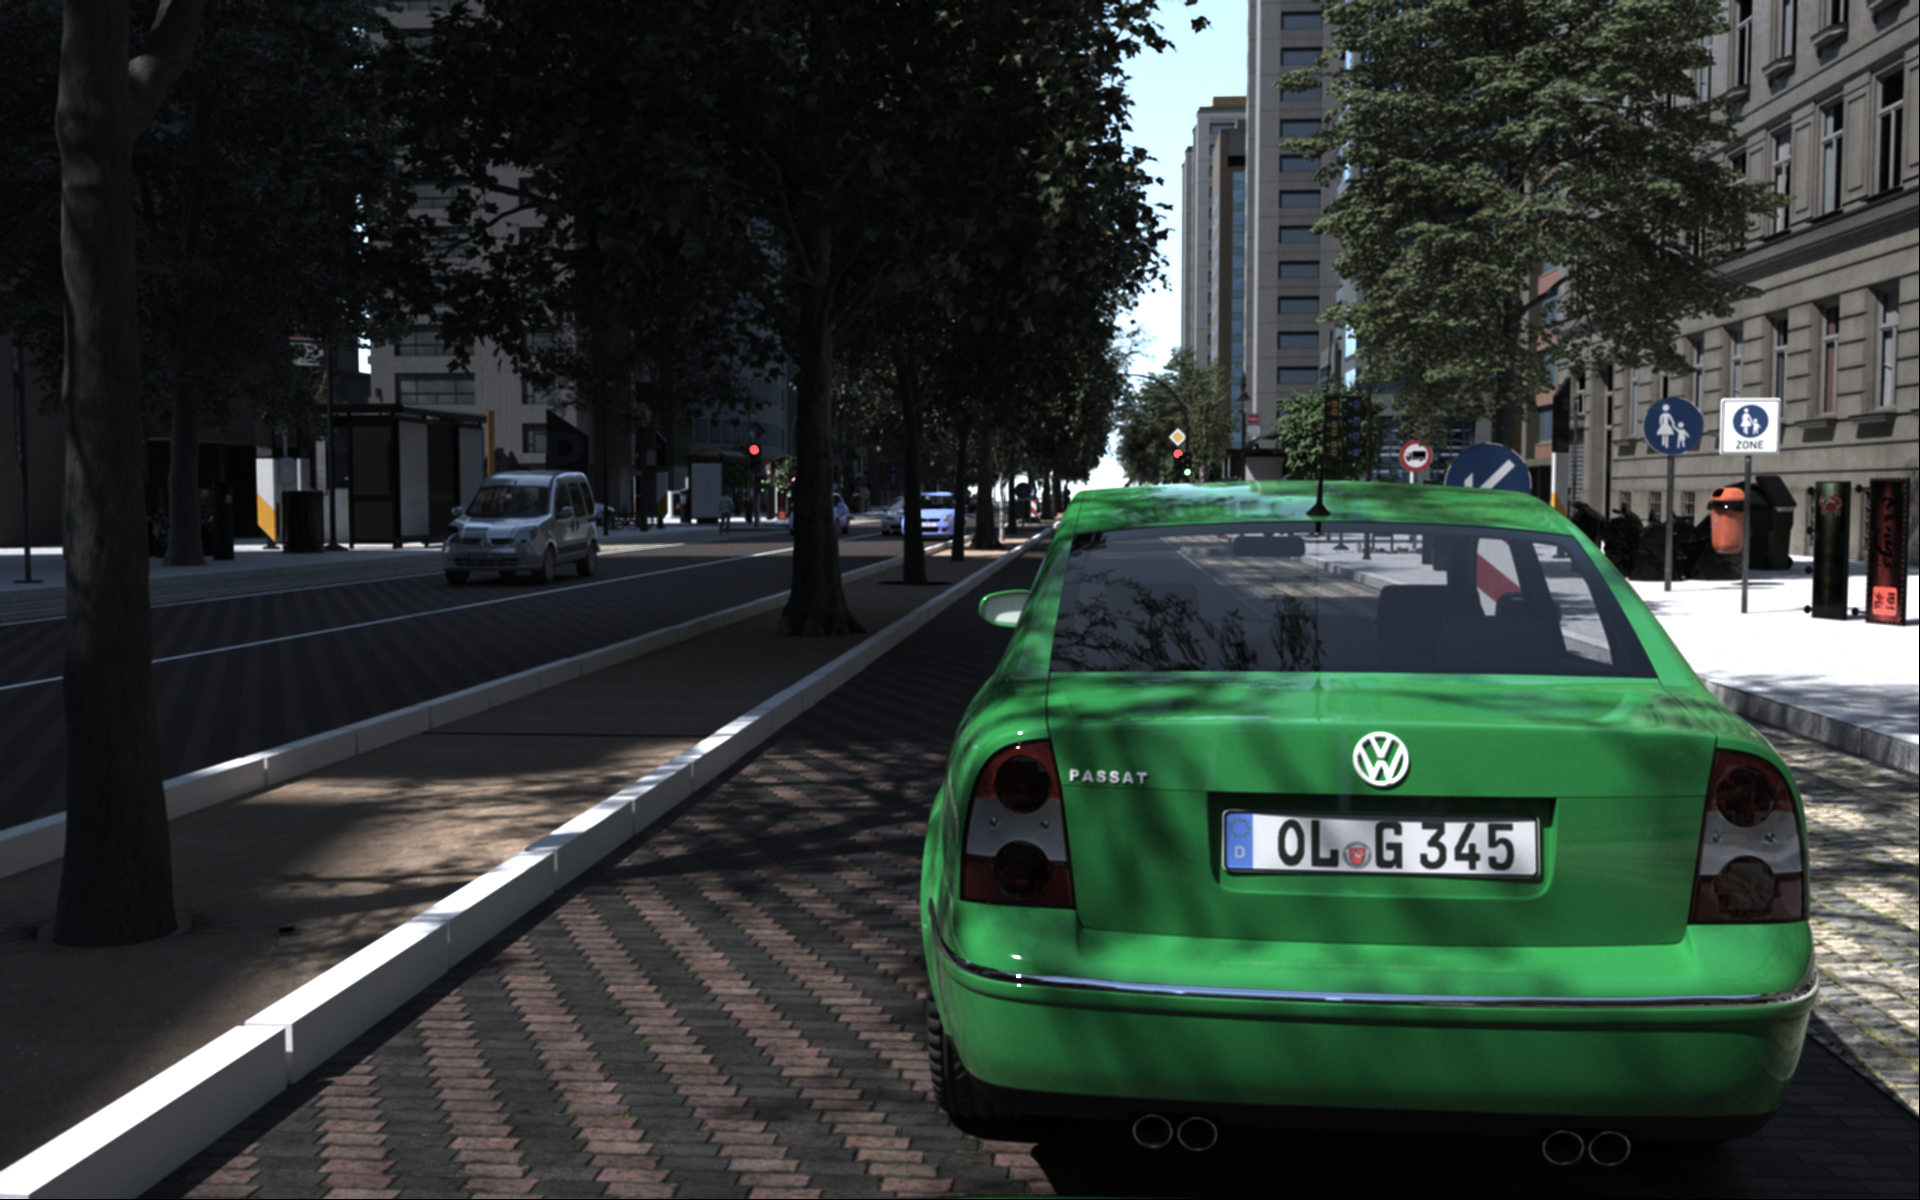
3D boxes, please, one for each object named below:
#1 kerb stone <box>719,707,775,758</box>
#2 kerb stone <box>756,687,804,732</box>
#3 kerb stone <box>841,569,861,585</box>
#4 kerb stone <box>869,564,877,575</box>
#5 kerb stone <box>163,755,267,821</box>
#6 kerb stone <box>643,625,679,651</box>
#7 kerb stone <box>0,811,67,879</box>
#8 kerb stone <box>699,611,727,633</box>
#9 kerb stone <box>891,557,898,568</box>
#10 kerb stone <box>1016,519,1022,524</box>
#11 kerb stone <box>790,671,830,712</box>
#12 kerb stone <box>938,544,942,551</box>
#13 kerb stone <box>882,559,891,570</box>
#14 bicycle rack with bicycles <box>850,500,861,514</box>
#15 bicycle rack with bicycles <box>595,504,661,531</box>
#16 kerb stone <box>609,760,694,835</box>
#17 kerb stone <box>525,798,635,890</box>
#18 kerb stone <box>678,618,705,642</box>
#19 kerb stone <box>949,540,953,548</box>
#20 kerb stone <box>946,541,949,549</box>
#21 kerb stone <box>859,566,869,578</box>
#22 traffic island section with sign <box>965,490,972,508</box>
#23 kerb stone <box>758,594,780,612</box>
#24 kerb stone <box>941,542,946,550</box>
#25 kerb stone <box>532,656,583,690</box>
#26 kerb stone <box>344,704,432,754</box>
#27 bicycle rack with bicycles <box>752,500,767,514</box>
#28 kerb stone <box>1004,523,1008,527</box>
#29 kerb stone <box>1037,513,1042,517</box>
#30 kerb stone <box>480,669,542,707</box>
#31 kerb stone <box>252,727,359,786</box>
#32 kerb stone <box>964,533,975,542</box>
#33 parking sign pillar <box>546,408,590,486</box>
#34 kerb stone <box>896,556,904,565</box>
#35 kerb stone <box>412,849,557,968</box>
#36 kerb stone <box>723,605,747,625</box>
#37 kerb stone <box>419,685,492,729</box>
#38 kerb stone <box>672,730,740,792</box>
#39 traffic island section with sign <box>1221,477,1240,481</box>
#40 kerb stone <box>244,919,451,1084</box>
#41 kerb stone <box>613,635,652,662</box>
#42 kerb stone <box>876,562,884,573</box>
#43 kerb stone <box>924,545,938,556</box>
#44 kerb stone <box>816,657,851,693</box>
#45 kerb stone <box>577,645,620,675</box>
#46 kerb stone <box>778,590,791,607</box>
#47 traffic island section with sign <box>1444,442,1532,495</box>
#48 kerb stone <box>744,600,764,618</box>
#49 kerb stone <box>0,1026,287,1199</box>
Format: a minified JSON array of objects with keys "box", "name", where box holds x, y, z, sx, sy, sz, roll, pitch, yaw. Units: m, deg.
[{"box":[-1.219,0.757,9.823,0.120,0.150,1.000,0,4,5],"name":"kerb stone"},{"box":[-1.136,0.694,10.853,0.120,0.150,1.000,0,4,5],"name":"kerb stone"},{"box":[-1.795,-0.379,28.386,0.120,0.150,1.000,0,4,5],"name":"kerb stone"},{"box":[-1.633,-0.503,30.432,0.120,0.150,1.000,0,4,5],"name":"kerb stone"},{"box":[-3.481,0.873,7.921,0.120,0.150,1.000,0,4,5],"name":"kerb stone"},{"box":[-2.812,0.373,16.095,0.120,0.150,1.000,0,4,5],"name":"kerb stone"},{"box":[-3.568,0.935,6.903,0.120,0.150,1.000,0,4,5],"name":"kerb stone"},{"box":[-2.637,0.248,18.139,0.120,0.150,1.000,0,4,5],"name":"kerb stone"},{"box":[-1.371,-0.687,33.495,0.120,0.150,1.000,0,4,5],"name":"kerb stone"},{"box":[3.043,-3.971,87.123,0.120,0.150,1.000,0,4,5],"name":"kerb stone"},{"box":[-1.046,0.634,11.872,0.120,0.150,1.000,0,4,5],"name":"kerb stone"},{"box":[-0.617,-1.245,42.695,0.120,0.150,1.000,0,4,5],"name":"kerb stone"},{"box":[-1.458,-0.629,32.472,0.120,0.150,1.000,0,4,5],"name":"kerb stone"},{"box":[-7.223,-5.931,110.353,2.852,0.926,2.925,1,4,10],"name":"bicycle rack with bicycles"},{"box":[-12.040,-2.966,61.880,2.925,0.926,2.852,-2,4,-29],"name":"bicycle rack with bicycles"},{"box":[-1.384,0.882,7.776,0.120,0.150,1.000,0,4,5],"name":"kerb stone"},{"box":[-1.472,0.944,6.757,0.120,0.150,1.000,0,4,5],"name":"kerb stone"},{"box":[-2.720,0.316,17.114,0.120,0.150,1.000,0,4,5],"name":"kerb stone"},{"box":[-0.360,-1.441,45.757,0.120,0.150,1.000,0,4,5],"name":"kerb stone"},{"box":[-0.450,-1.379,44.739,0.120,0.150,1.000,0,4,5],"name":"kerb stone"},{"box":[-1.714,-0.441,29.408,0.120,0.150,1.000,0,4,5],"name":"kerb stone"},{"box":[0.884,-10.083,173.491,1.989,1.847,2.006,0,4,5],"name":"traffic island section with sign"},{"box":[-2.390,0.061,21.207,0.120,0.150,1.000,0,4,5],"name":"kerb stone"},{"box":[-0.532,-1.312,43.717,0.120,0.150,1.000,0,4,5],"name":"kerb stone"},{"box":[-3.063,0.560,13.037,0.120,0.150,1.000,0,4,5],"name":"kerb stone"},{"box":[-3.308,0.748,9.967,0.120,0.150,1.000,0,4,5],"name":"kerb stone"},{"box":[-12.102,-6.065,112.543,2.925,0.926,2.852,1,4,16],"name":"bicycle rack with bicycles"},{"box":[2.125,-3.279,75.896,0.120,0.150,1.000,0,4,5],"name":"kerb stone"},{"box":[5.406,-5.722,115.753,0.120,0.150,1.000,0,4,5],"name":"kerb stone"},{"box":[-3.141,0.623,12.015,0.120,0.150,1.000,0,4,5],"name":"kerb stone"},{"box":[-3.392,0.811,8.941,0.120,0.150,1.000,0,4,5],"name":"kerb stone"},{"box":[0.303,-1.937,53.929,0.120,0.150,1.000,0,4,5],"name":"kerb stone"},{"box":[-12.305,-4.029,54.347,1.447,3.967,1.447,0,4,-5],"name":"parking sign pillar"},{"box":[-1.288,-0.754,34.520,0.120,0.150,1.000,0,4,5],"name":"kerb stone"},{"box":[-1.558,1.010,5.730,0.120,0.150,1.000,0,4,5],"name":"kerb stone"},{"box":[-2.548,0.185,19.169,0.120,0.150,1.000,0,4,5],"name":"kerb stone"},{"box":[-3.221,0.685,10.996,0.120,0.150,1.000,0,4,5],"name":"kerb stone"},{"box":[-1.297,0.819,8.804,0.120,0.150,1.000,0,4,5],"name":"kerb stone"},{"box":[6.244,-1.981,41.011,1.989,1.847,2.006,0,4,5],"name":"traffic island section with sign"},{"box":[-1.637,1.070,4.703,0.120,0.150,1.000,0,4,5],"name":"kerb stone"},{"box":[-2.893,0.441,15.075,0.120,0.150,1.000,0,4,5],"name":"kerb stone"},{"box":[-1.552,-0.566,31.451,0.120,0.150,1.000,0,4,5],"name":"kerb stone"},{"box":[-0.704,-1.191,41.676,0.120,0.150,1.000,0,4,5],"name":"kerb stone"},{"box":[-0.960,0.569,12.890,0.120,0.150,1.000,0,4,5],"name":"kerb stone"},{"box":[-2.975,0.504,14.056,0.120,0.150,1.000,0,4,5],"name":"kerb stone"},{"box":[-2.296,-0.001,22.226,0.120,0.150,1.000,0,4,5],"name":"kerb stone"},{"box":[4.027,-0.337,14.142,1.989,1.847,2.006,0,4,5],"name":"traffic island section with sign"},{"box":[-2.471,0.130,20.189,0.120,0.150,1.000,0,4,5],"name":"kerb stone"},{"box":[-1.724,1.133,3.677,0.120,0.150,1.000,0,4,5],"name":"kerb stone"}]
